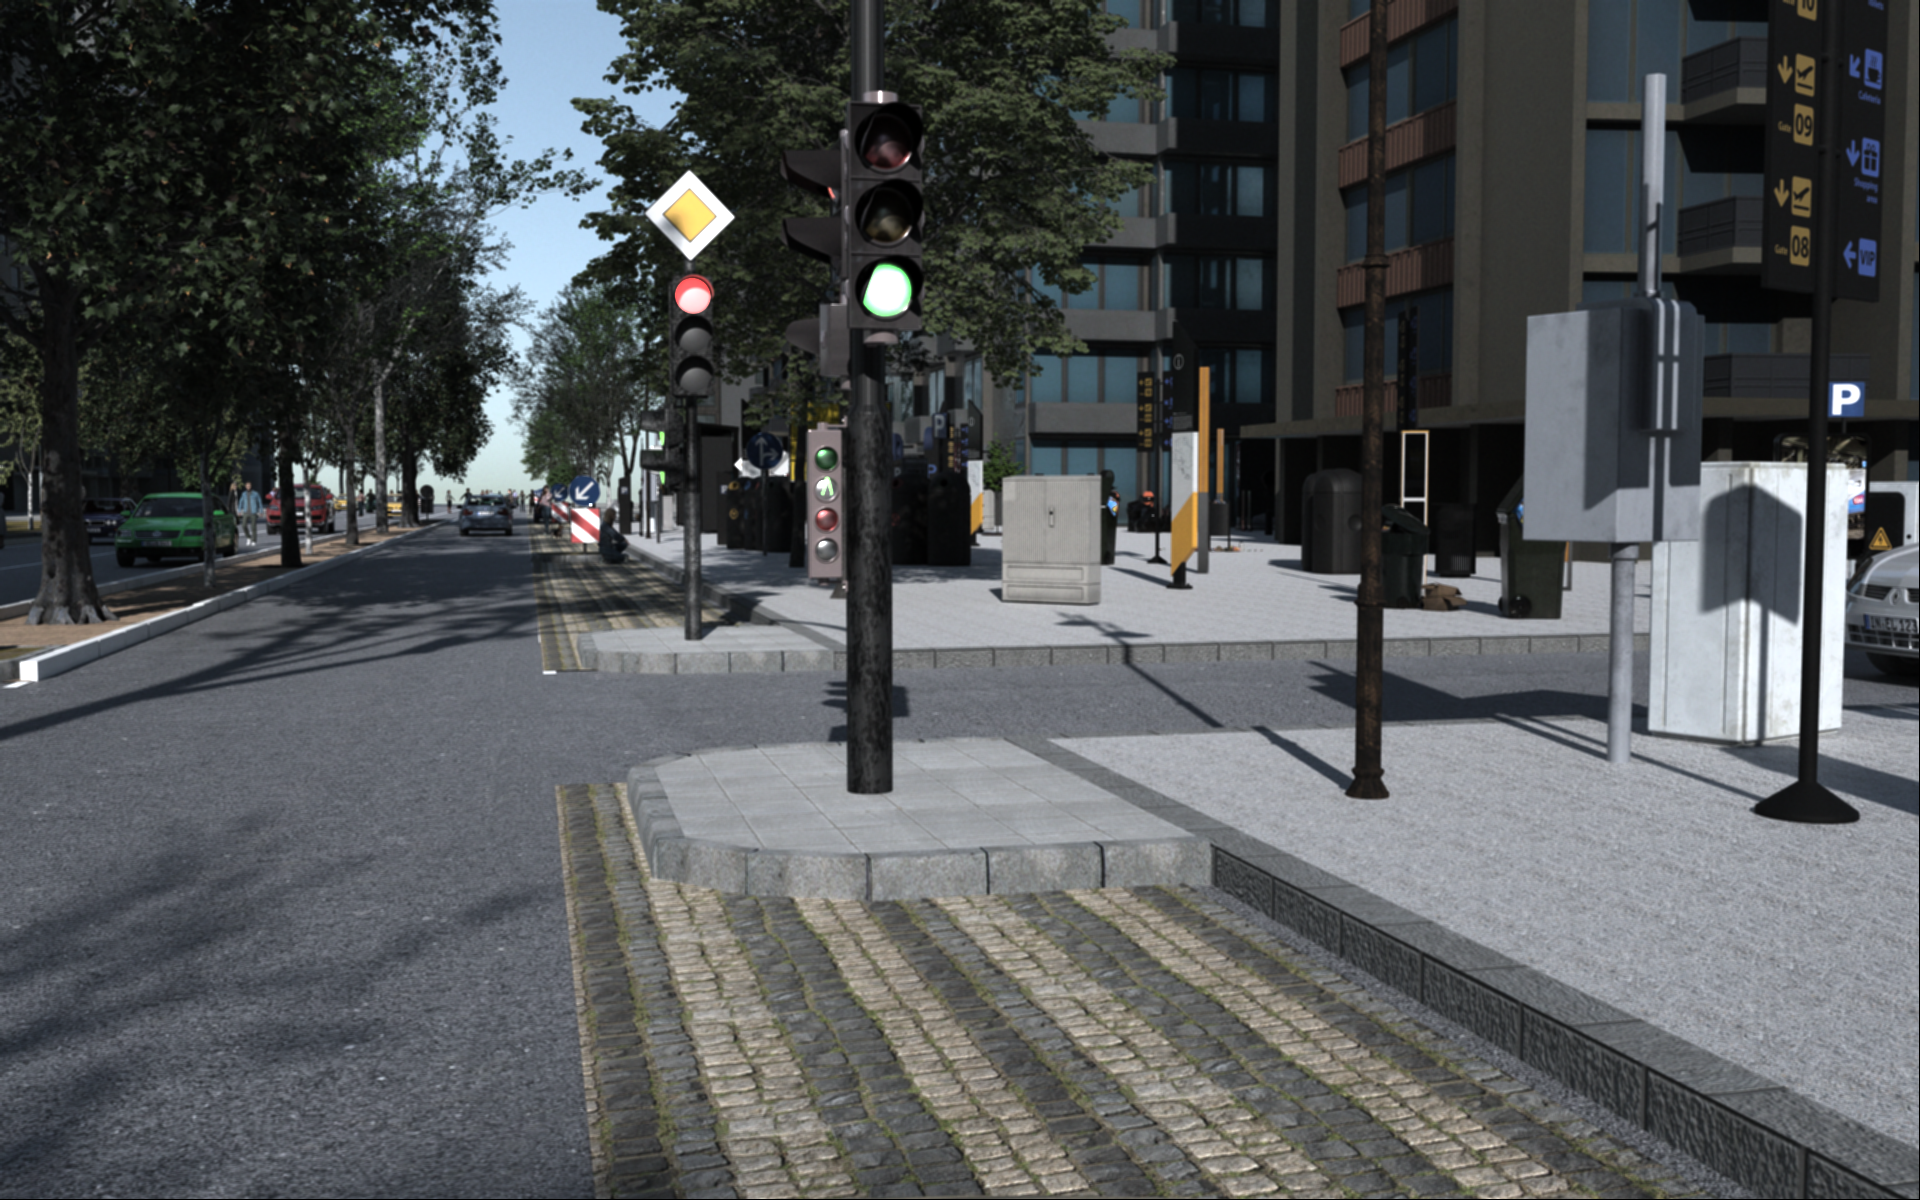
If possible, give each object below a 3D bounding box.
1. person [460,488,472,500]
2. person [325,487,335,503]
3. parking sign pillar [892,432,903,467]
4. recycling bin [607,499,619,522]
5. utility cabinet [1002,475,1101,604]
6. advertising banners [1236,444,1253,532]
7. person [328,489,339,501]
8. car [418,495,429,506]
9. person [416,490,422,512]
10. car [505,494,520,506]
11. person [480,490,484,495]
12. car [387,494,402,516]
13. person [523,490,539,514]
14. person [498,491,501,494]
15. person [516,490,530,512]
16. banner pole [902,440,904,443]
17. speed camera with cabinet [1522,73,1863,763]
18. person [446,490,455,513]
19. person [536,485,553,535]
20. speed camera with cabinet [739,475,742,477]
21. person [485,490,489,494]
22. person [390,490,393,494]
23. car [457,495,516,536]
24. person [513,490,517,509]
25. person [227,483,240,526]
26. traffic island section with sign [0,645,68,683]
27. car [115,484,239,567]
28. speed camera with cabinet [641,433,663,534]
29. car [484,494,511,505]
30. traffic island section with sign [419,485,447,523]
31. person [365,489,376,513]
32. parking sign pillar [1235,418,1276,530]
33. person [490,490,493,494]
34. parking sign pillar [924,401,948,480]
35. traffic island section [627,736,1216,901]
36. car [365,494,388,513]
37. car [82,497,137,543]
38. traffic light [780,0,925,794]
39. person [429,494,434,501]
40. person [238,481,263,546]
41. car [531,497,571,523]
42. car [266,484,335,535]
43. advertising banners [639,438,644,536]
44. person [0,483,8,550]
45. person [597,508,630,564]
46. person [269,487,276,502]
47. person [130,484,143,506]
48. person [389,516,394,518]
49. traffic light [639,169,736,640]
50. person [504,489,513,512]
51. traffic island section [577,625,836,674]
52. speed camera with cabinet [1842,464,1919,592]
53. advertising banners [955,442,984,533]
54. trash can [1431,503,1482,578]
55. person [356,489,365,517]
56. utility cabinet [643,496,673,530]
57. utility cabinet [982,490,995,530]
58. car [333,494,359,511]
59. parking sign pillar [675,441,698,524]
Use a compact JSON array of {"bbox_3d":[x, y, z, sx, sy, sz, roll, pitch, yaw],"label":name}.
[{"bbox_3d":[-36.328,-7.331,127.989,1.348,1.869,0.705,-2,4,-33],"label":"person"},{"bbox_3d":[-36.884,-5.642,100.715,1.348,1.831,0.705,2,4,30],"label":"person"},{"bbox_3d":[-2.196,-4.111,55.683,1.447,3.967,1.447,1,4,12],"label":"parking sign pillar"},{"bbox_3d":[-16.138,-4.205,81.301,0.722,1.027,0.722,0,4,5],"label":"recycling bin"},{"bbox_3d":[1.059,-0.709,20.274,1.173,1.500,0.318,2,4,33],"label":"utility cabinet"},{"bbox_3d":[9.805,-3.890,59.792,0.090,3.025,2.074,0,4,-6],"label":"advertising banners"},{"bbox_3d":[-45.284,-7.078,124.314,1.350,1.814,0.705,-1,4,-12],"label":"person"},{"bbox_3d":[-58.789,-10.830,189.432,2.083,1.381,4.827,-1,4,-13],"label":"car"},{"bbox_3d":[-43.404,-7.900,138.190,1.217,1.766,0.721,1,4,21],"label":"person"},{"bbox_3d":[-54.024,-12.024,208.381,2.131,1.459,4.920,-1,4,-16],"label":"car"},{"bbox_3d":[-47.505,-10.038,172.556,0.705,1.831,1.348,2,4,29],"label":"person"},{"bbox_3d":[-32.962,-5.587,101.563,2.015,1.641,3.980,-1,4,-15],"label":"car"},{"bbox_3d":[-28.394,-6.464,114.908,1.217,1.735,0.721,-2,4,-24],"label":"person"},{"bbox_3d":[-58.377,-12.903,219.469,0.705,1.822,1.348,3,5,43],"label":"person"},{"bbox_3d":[-35.289,-7.986,139.796,1.217,1.735,0.721,-3,4,-38],"label":"person"},{"bbox_3d":[-2.709,-4.945,70.870,0.863,3.779,0.401,0,4,-6],"label":"banner pole"},{"bbox_3d":[3.739,-0.886,8.826,2.038,3.252,0.660,-2,4,-35],"label":"speed camera with cabinet"},{"bbox_3d":[-38.748,-7.485,131.666,0.721,1.735,1.217,1,4,13],"label":"person"},{"bbox_3d":[-14.511,-3.158,60.725,0.593,1.750,0.643,1,4,23],"label":"person"},{"bbox_3d":[-10.839,-5.452,83.481,0.660,3.252,2.038,-2,4,-31],"label":"speed camera with cabinet"},{"bbox_3d":[-32.899,-6.822,120.767,1.217,1.743,0.721,-3,5,-40],"label":"person"},{"bbox_3d":[-41.197,-7.112,125.497,1.217,1.735,0.721,0,4,-5],"label":"person"},{"bbox_3d":[-16.432,-2.941,60.085,2.014,1.417,4.499,-1,4,-14],"label":"car"},{"bbox_3d":[-43.470,-9.809,168.742,0.599,1.838,0.709,2,4,25],"label":"person"},{"bbox_3d":[-23.964,-2.925,56.537,0.699,1.804,1.509,1,4,14],"label":"person"},{"bbox_3d":[-8.270,-0.324,13.428,2.006,1.907,1.989,-1,4,-14],"label":"traffic island section with sign"},{"bbox_3d":[-16.122,-1.649,35.761,1.959,1.807,4.718,-1,4,-14],"label":"car"},{"bbox_3d":[-10.095,-3.822,56.827,0.660,3.252,2.038,0,4,-7],"label":"speed camera with cabinet"},{"bbox_3d":[-29.045,-5.876,107.876,2.131,1.459,4.920,-1,4,-16],"label":"car"},{"bbox_3d":[-26.599,-4.781,86.305,2.006,1.907,1.989,-1,4,-14],"label":"traffic island section with sign"},{"bbox_3d":[-44.320,-7.450,130.328,1.348,1.821,0.705,1,4,16],"label":"person"},{"bbox_3d":[10.572,-4.487,61.833,1.447,3.967,1.447,0,4,-1],"label":"parking sign pillar"},{"bbox_3d":[-51.363,-11.072,189.401,0.599,1.838,0.709,0,4,3],"label":"person"},{"bbox_3d":[-0.691,-3.746,49.716,1.447,3.967,1.447,1,4,12],"label":"parking sign pillar"},{"bbox_3d":[-0.380,0.903,7.519,2.009,0.180,2.903,-1,4,-14],"label":"traffic island section"},{"bbox_3d":[-45.017,-7.498,134.392,2.131,1.459,4.920,-1,4,-14],"label":"car"},{"bbox_3d":[-24.701,-2.286,49.955,1.945,1.354,3.894,-1,4,-16],"label":"car"},{"bbox_3d":[-2.429,-1.962,6.748,4.771,5.953,1.251,-1,4,-14],"label":"traffic light"},{"bbox_3d":[-43.311,-8.151,141.770,0.705,1.824,1.348,0,4,8],"label":"person"},{"bbox_3d":[-19.612,-2.388,47.889,0.601,1.785,0.444,0,4,-4],"label":"person"},{"bbox_3d":[-20.336,-4.503,86.207,1.945,1.354,3.894,-1,4,-13],"label":"car"},{"bbox_3d":[-23.931,-3.319,62.941,2.281,1.827,5.304,-1,4,-16],"label":"car"},{"bbox_3d":[-9.815,-3.497,53.370,0.090,3.025,2.074,0,4,-8],"label":"advertising banners"},{"bbox_3d":[-24.964,-2.186,44.805,0.524,1.755,0.480,0,4,2],"label":"person"},{"bbox_3d":[-7.031,-1.312,35.447,0.738,1.151,1.012,0,4,0],"label":"person"},{"bbox_3d":[-39.334,-5.566,99.367,0.709,1.838,0.599,-2,4,-25],"label":"person"},{"bbox_3d":[-26.224,-2.812,55.032,0.362,1.759,0.519,1,4,23],"label":"person"},{"bbox_3d":[-34.181,-5.640,103.979,1.065,1.426,0.557,3,4,39],"label":"person"},{"bbox_3d":[-2.368,-1.604,15.140,0.839,4.253,0.868,-1,4,-14],"label":"traffic light"},{"bbox_3d":[-29.969,-6.468,114.785,0.750,1.759,0.617,0,4,-7],"label":"person"},{"bbox_3d":[-2.327,0.429,15.264,2.009,0.180,2.903,-1,4,-14],"label":"traffic island section"},{"bbox_3d":[12.853,-1.741,22.799,0.660,3.252,2.038,-2,4,-30],"label":"speed camera with cabinet"},{"bbox_3d":[0.274,-3.775,57.914,0.090,3.025,2.074,-2,4,-27],"label":"advertising banners"},{"bbox_3d":[7.618,-0.915,26.614,0.748,1.137,0.748,0,3,0],"label":"trash can"},{"bbox_3d":[-38.311,-6.195,110.497,1.217,1.736,0.721,3,4,37],"label":"person"},{"bbox_3d":[-10.851,-3.127,62.291,1.020,1.237,0.306,-1,4,-22],"label":"utility cabinet"},{"bbox_3d":[0.690,-3.268,62.108,1.173,1.500,0.318,3,4,38],"label":"utility cabinet"},{"bbox_3d":[-52.360,-8.418,147.864,2.015,1.641,3.980,-1,4,-13],"label":"car"},{"bbox_3d":[-11.733,-5.324,75.519,1.447,3.967,1.447,1,4,10],"label":"parking sign pillar"}]
